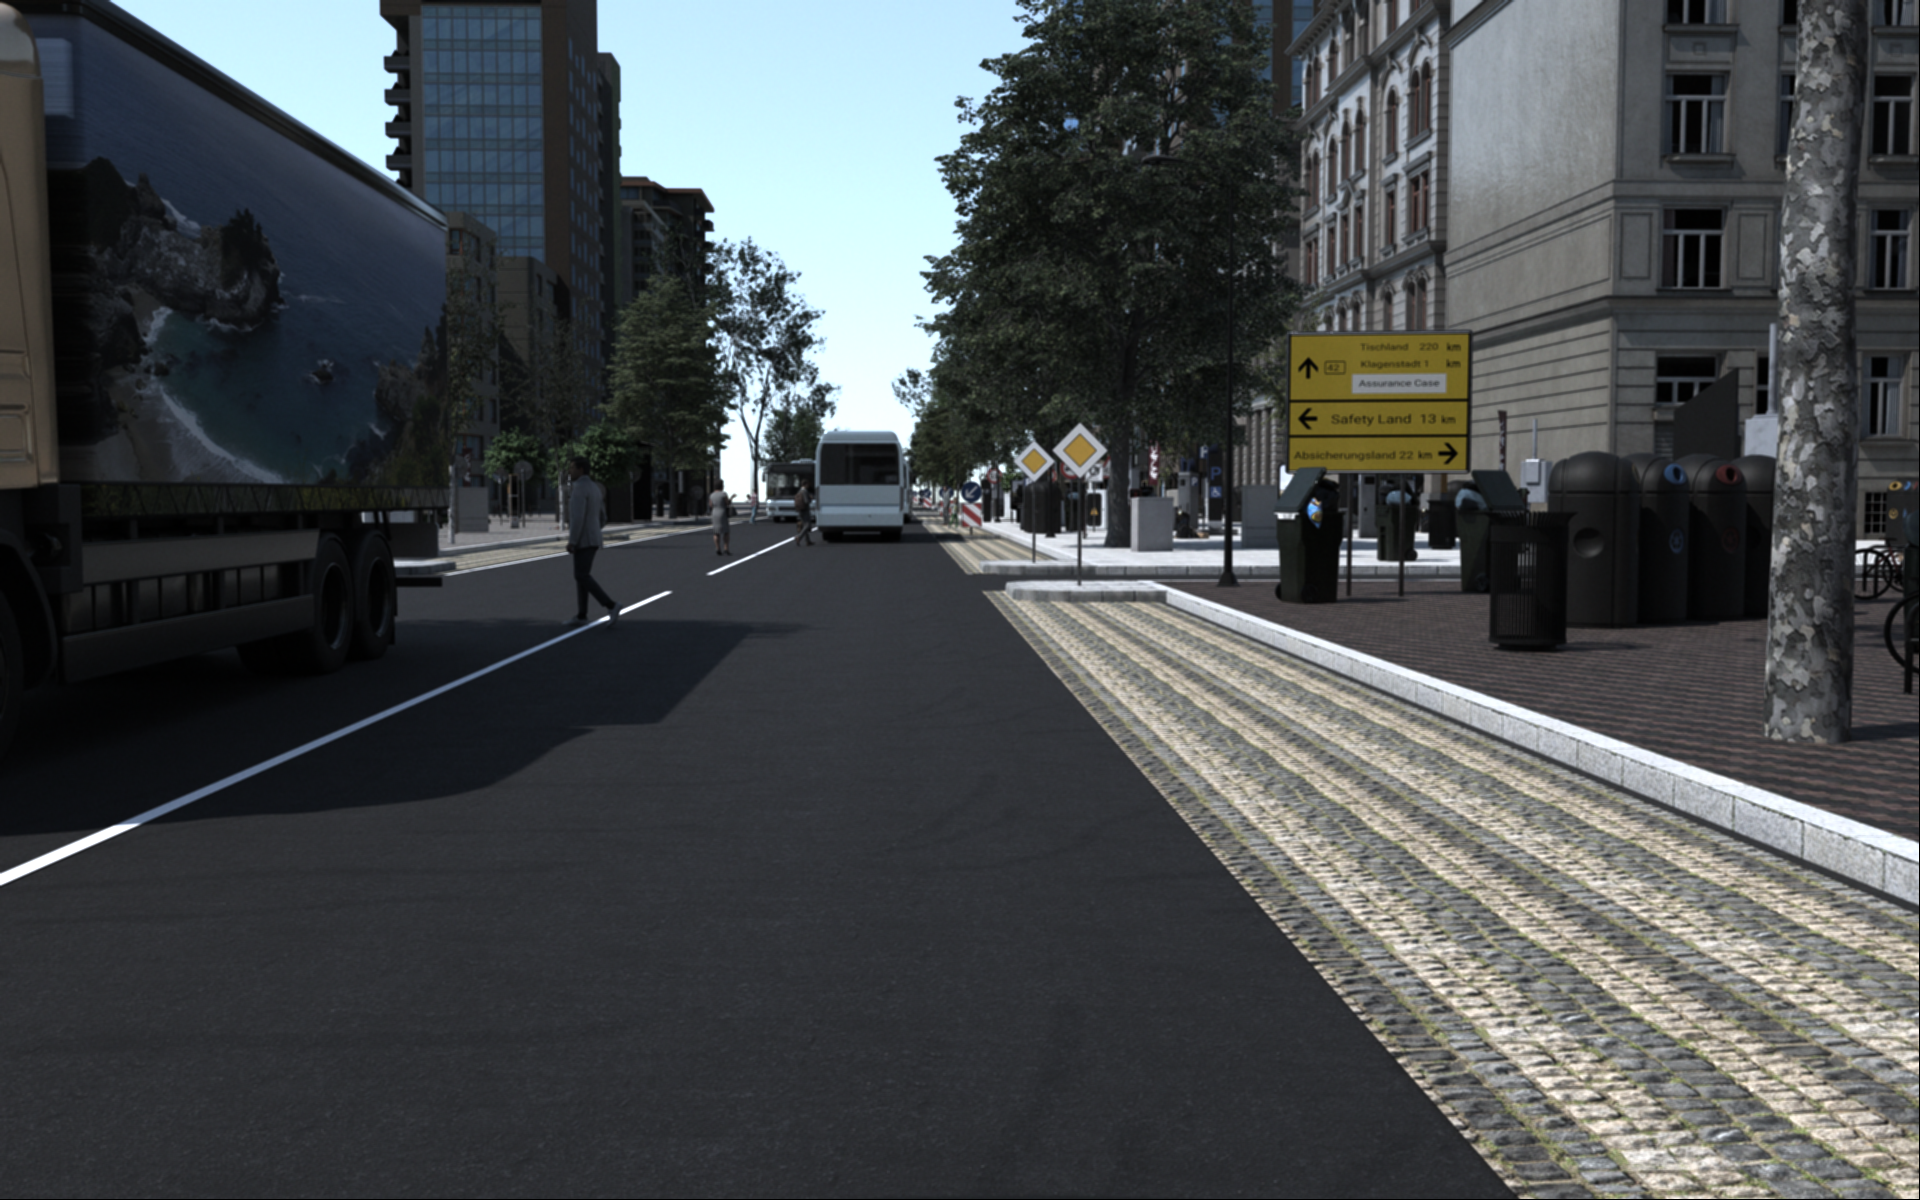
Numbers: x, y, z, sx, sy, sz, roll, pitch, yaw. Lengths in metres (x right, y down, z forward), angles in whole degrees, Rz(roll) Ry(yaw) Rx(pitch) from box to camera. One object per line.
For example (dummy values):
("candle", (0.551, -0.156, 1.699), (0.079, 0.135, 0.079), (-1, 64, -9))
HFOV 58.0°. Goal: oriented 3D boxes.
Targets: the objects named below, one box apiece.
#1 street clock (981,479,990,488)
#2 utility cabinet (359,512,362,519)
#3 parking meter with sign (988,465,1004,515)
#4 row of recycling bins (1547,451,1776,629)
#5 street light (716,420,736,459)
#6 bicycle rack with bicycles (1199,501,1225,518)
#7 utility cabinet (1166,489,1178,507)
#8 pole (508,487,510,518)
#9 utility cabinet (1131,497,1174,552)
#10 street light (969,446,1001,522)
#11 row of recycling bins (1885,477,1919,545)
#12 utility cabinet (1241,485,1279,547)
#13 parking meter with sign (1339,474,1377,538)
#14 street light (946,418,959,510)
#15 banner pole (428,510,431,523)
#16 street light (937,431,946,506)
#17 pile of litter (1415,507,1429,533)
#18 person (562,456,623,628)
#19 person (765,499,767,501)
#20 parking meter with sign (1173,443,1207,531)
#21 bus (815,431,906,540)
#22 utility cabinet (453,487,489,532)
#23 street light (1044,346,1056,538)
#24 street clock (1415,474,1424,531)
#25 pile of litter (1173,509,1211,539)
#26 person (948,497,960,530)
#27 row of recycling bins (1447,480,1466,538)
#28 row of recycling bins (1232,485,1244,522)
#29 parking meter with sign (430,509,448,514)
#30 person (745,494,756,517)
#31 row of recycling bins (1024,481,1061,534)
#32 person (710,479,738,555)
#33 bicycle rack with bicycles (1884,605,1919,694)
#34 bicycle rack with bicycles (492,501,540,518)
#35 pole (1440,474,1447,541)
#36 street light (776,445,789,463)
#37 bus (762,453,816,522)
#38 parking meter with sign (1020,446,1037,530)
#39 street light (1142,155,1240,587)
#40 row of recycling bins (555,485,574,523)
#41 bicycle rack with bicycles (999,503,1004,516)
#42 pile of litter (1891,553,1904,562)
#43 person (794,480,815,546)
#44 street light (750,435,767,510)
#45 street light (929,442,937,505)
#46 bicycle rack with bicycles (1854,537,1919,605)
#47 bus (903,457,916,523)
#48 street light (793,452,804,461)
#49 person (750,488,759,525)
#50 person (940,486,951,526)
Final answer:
("street clock", (1.269, -4.971, 85.850), (0.358, 2.002, 0.471), (3, 5, 43))
("utility cabinet", (-14.238, -1.909, 39.899), (1.173, 1.500, 0.318), (-2, 4, -28))
("parking meter with sign", (2.373, -6.603, 104.216), (0.543, 3.016, 1.738), (2, 4, 35))
("row of recycling bins", (7.234, -0.641, 17.590), (3.534, 1.692, 1.069), (-2, 4, -33))
("street light", (-14.666, -8.291, 108.097), (1.470, 5.913, 1.316), (0, 4, -2))
("bicycle rack with bicycles", (13.855, -4.924, 93.894), (2.852, 0.926, 2.925), (0, 4, -6))
("utility cabinet", (10.266, -4.535, 82.832), (0.318, 1.500, 1.173), (-1, 4, -22))
("pole", (-24.165, -6.061, 92.944), (0.158, 3.312, 0.155), (0, 3, 0))
("utility cabinet", (4.289, -1.685, 38.710), (1.020, 1.237, 0.306), (-2, 4, -34))
("street light", (1.165, -6.459, 78.147), (1.470, 5.913, 1.316), (0, 4, -2))
("row of recycling bins", (22.457, -2.028, 40.264), (1.069, 1.692, 3.534), (1, 4, 14))
("utility cabinet", (7.313, -1.996, 41.313), (1.173, 1.500, 0.318), (-1, 4, -14))
("parking meter with sign", (11.898, -3.297, 50.172), (1.738, 3.016, 0.543), (0, 4, 5))
("street light", (0.066, -8.181, 106.297), (1.470, 5.913, 1.316), (0, 4, -2))
("banner pole", (-17.056, -3.997, 55.368), (0.401, 3.779, 0.863), (-2, 4, -32))
("street light", (-0.750, -9.542, 128.550), (1.470, 5.913, 1.316), (0, 4, -2))
("pile of litter", (15.755, -2.675, 57.695), (1.176, 0.858, 1.719), (1, 4, 17))
("person", (-3.974, -0.635, 18.722), (0.795, 1.843, 0.661), (1, 4, 13))
("person", (-11.770, -6.137, 109.666), (1.217, 1.723, 0.721), (-1, 4, -14))
("parking meter with sign", (7.859, -3.868, 59.502), (0.543, 3.016, 1.738), (-2, 4, -31))
("bus", (-3.180, -3.786, 56.757), (2.948, 3.499, 13.247), (0, 4, -2))
("utility cabinet", (-16.277, -2.985, 57.479), (1.173, 1.500, 0.318), (-2, 4, -28))
("street light", (2.130, -4.794, 50.923), (1.470, 5.913, 1.316), (0, 4, -2))
("street clock", (15.997, -3.434, 60.720), (0.358, 2.002, 0.471), (-3, 5, -44))
("pile of litter", (6.689, -2.221, 50.285), (1.176, 0.858, 1.719), (0, 4, 8))
("person", (-0.242, -3.478, 69.606), (0.306, 1.304, 0.590), (-3, 5, -44))
("row of recycling bins", (15.299, -2.780, 52.571), (1.069, 1.692, 3.534), (1, 4, 23))
("row of recycling bins", (13.883, -4.422, 79.419), (3.534, 1.692, 1.069), (-2, 4, -33))
("parking meter with sign", (-24.496, -5.184, 81.017), (0.543, 3.016, 1.738), (-3, 5, -40))
("person", (-13.062, -5.907, 108.269), (0.628, 1.438, 0.799), (1, 4, 10))
("row of recycling bins", (2.680, -3.081, 57.485), (1.069, 1.692, 3.534), (0, 4, -5))
("person", (-5.498, -1.944, 40.641), (0.716, 1.782, 0.532), (2, 4, 27))
("bicycle rack with bicycles", (7.336, 0.141, 11.077), (2.852, 0.926, 2.925), (-2, 4, -33))
("bicycle rack with bicycles", (-24.376, -5.022, 95.494), (2.852, 0.926, 2.925), (-2, 4, -27))
("pole", (12.089, -3.022, 43.258), (0.158, 3.312, 0.155), (0, 3, 0))
("street light", (-16.738, -11.647, 162.961), (1.470, 5.913, 1.316), (0, 4, -2))
("bus", (-8.278, -5.868, 90.798), (2.948, 3.499, 13.247), (0, 4, 0))
("parking meter with sign", (2.512, -4.053, 62.524), (0.543, 3.016, 1.738), (1, 4, 11))
("street light", (3.190, -3.142, 23.918), (1.470, 5.913, 1.316), (0, 4, -2))
("row of recycling bins", (-17.522, -4.310, 77.587), (1.069, 1.692, 3.534), (-1, 4, -21))
("bicycle rack with bicycles", (3.383, -5.377, 101.288), (2.925, 0.926, 2.852), (0, 4, -8))
("pile of litter", (18.315, -1.159, 32.909), (1.719, 0.858, 1.176), (-1, 4, -21))
("person", (-4.332, -2.414, 47.935), (0.822, 1.834, 0.622), (-3, 5, -42))
("street light", (-15.783, -9.981, 135.737), (1.470, 5.913, 1.316), (0, 4, -2))
("street light", (-1.797, -11.213, 155.871), (1.470, 5.913, 1.316), (0, 4, -2))
("bicycle rack with bicycles", (12.465, -0.494, 21.459), (2.925, 0.926, 2.852), (2, 4, 25))
("bus", (-3.790, -5.762, 89.073), (2.948, 3.499, 13.247), (0, 4, -1))
("street light", (-17.871, -13.396, 191.563), (1.470, 5.913, 1.316), (0, 4, -2))
("person", (-9.670, -4.402, 81.310), (0.643, 1.720, 0.563), (-2, 4, -34))
("person", (-0.618, -4.251, 78.099), (0.391, 1.810, 0.635), (-1, 4, -22))
